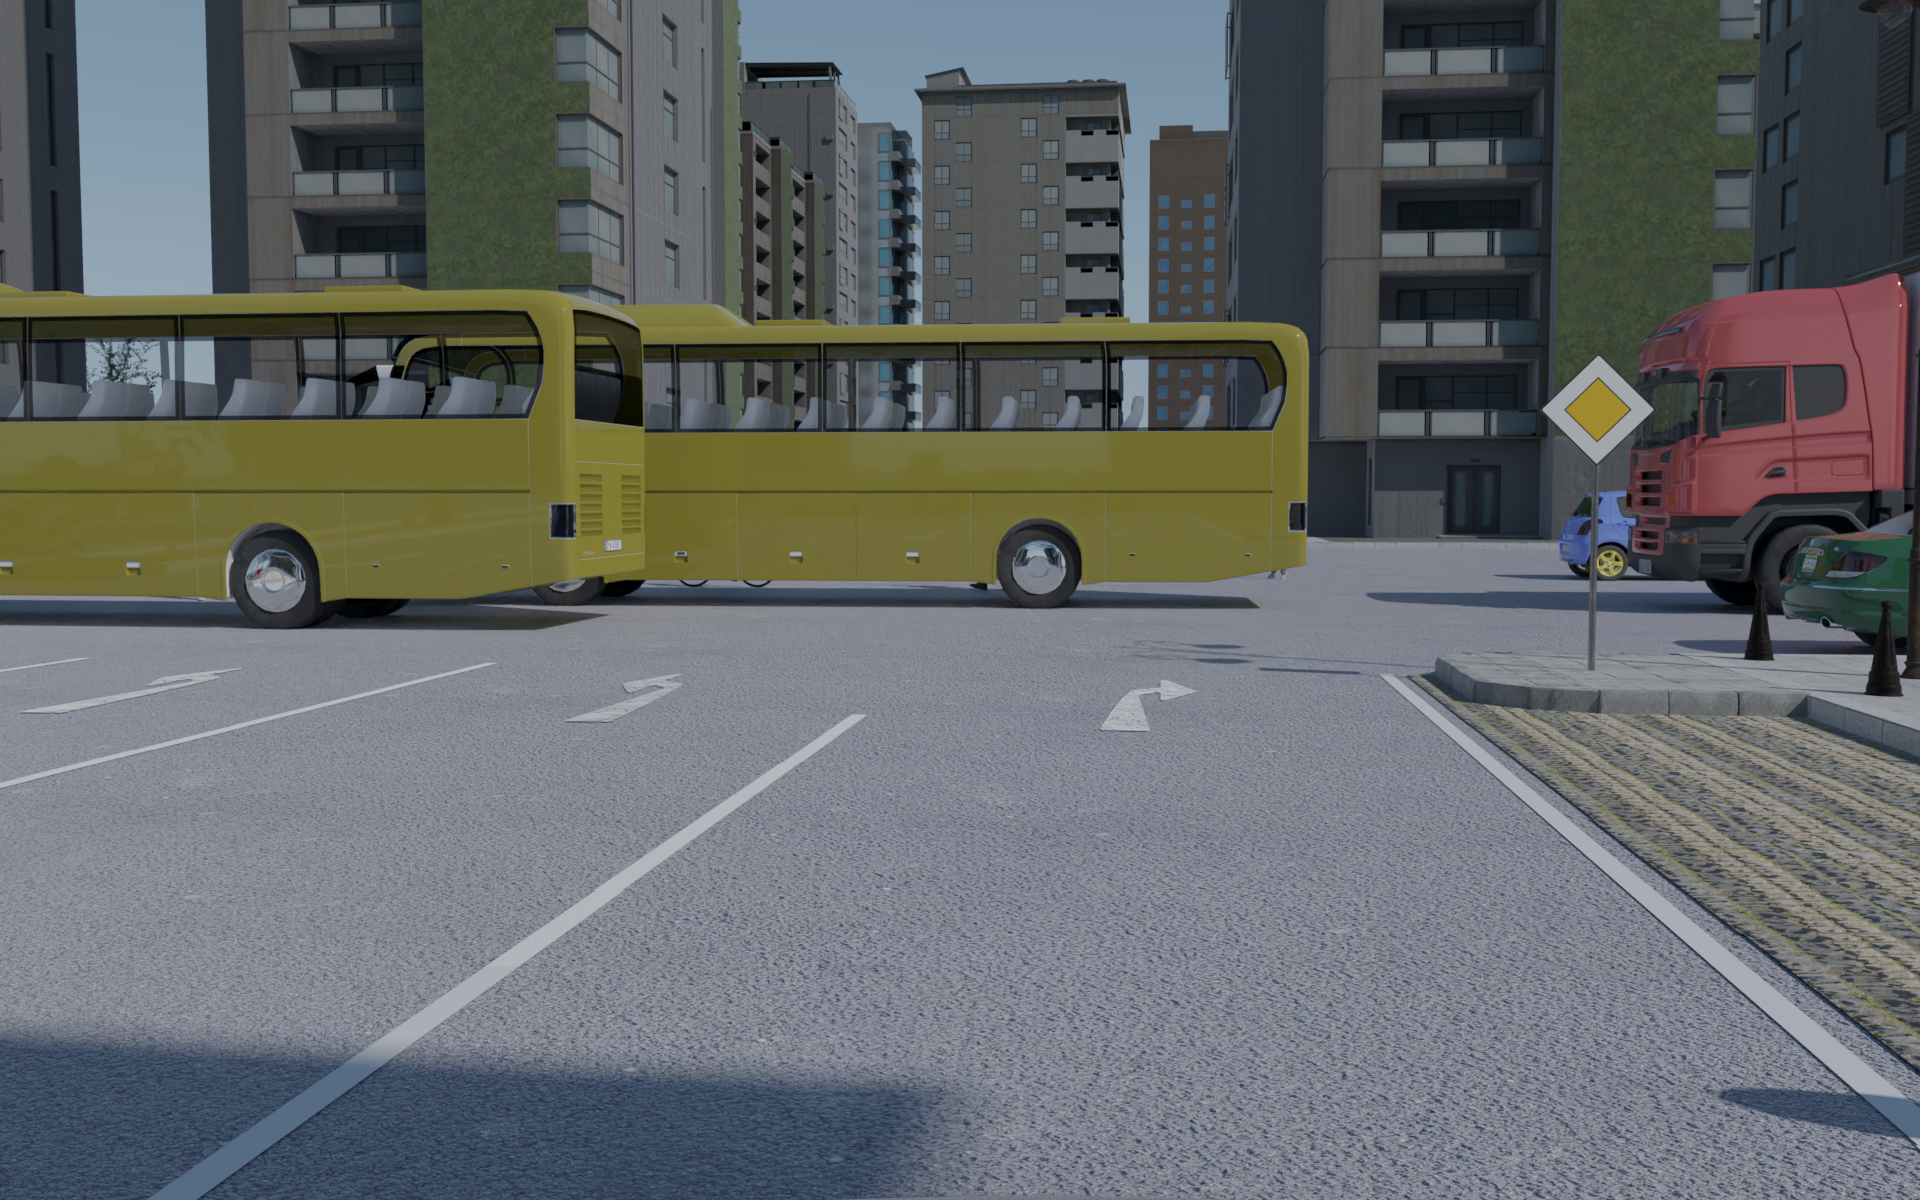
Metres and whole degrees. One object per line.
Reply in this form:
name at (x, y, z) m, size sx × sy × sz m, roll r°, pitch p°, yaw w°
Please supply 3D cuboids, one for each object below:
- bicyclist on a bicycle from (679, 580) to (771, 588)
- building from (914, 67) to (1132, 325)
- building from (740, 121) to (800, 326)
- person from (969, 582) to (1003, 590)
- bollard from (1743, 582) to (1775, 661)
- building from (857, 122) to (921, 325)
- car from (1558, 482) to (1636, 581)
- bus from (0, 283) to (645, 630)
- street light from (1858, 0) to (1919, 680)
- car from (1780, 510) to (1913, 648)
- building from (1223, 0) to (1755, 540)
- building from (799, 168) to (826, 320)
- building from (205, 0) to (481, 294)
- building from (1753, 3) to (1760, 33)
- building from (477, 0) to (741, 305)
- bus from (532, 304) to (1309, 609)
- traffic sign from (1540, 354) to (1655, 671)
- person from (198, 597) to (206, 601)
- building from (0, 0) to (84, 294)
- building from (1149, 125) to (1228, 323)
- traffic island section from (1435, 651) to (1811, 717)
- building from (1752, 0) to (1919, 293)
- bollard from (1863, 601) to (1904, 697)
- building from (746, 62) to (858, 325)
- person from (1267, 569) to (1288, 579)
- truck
bicyclist on a bicycle at (-3.600, -1.011, 26.553) m, size 1.625 × 1.676 × 1.499 m, roll 0°, pitch 4°, yaw 5°
building at (9.874, -38.691, 221.839) m, size 27.495 × 52.752 × 28.713 m, roll 0°, pitch 4°, yaw 7°
building at (-21.231, -22.222, 135.030) m, size 14.160 × 30.474 × 14.107 m, roll 0°, pitch 4°, yaw 7°
person at (0.526, -1.072, 25.806) m, size 0.755 × 1.850 × 0.659 m, roll 2°, pitch 4°, yaw 29°
bollard at (6.191, 0.161, 13.404) m, size 0.229 × 0.601 × 0.229 m, roll 0°, pitch 3°, yaw 0°
building at (-20.098, -36.898, 222.896) m, size 30.456 × 49.044 × 23.786 m, roll 0°, pitch 4°, yaw 7°
car at (12.052, -1.196, 29.138) m, size 3.694 × 1.707 × 1.945 m, roll 0°, pitch 4°, yaw 6°
bus at (-9.861, -1.723, 19.713) m, size 12.252 × 3.916 × 2.896 m, roll 0°, pitch 4°, yaw 8°
street light at (6.646, -2.391, 11.880) m, size 0.468 × 5.910 × 1.993 m, roll 0°, pitch 4°, yaw 7°
car at (9.949, -0.212, 15.269) m, size 4.920 × 1.459 × 2.131 m, roll 1°, pitch 4°, yaw 8°
building at (15.596, -22.654, 53.985) m, size 14.086 × 41.232 × 14.154 m, roll 0°, pitch 4°, yaw 7°
building at (-19.861, -23.120, 149.711) m, size 14.160 × 30.474 × 14.107 m, roll 0°, pitch 4°, yaw 7°
building at (-16.933, -22.943, 58.717) m, size 14.086 × 41.232 × 14.154 m, roll 0°, pitch 4°, yaw 7°
building at (79.722, -40.806, 209.179) m, size 28.212 × 58.520 × 21.231 m, roll 0°, pitch 4°, yaw 7°
building at (-23.650, -26.719, 120.449) m, size 14.154 × 41.232 × 14.086 m, roll 0°, pitch 4°, yaw 7°
bus at (-1.726, -1.916, 22.877) m, size 12.252 × 3.916 × 2.896 m, roll 0°, pitch 4°, yaw 5°
traffic sign at (4.589, -0.544, 12.534) m, size 0.795 × 2.450 × 0.064 m, roll 0°, pitch 4°, yaw 7°
person at (-10.249, -0.654, 23.438) m, size 0.306 × 1.304 × 0.590 m, roll -1°, pitch 4°, yaw -13°
building at (-41.262, -17.645, 60.193) m, size 14.107 × 30.474 × 14.160 m, roll 0°, pitch 4°, yaw 7°
building at (30.442, -34.431, 213.059) m, size 14.200 × 45.320 × 14.600 m, roll 0°, pitch 4°, yaw 7°
traffic island section at (4.613, 0.592, 12.608) m, size 2.009 × 0.180 × 2.903 m, roll 0°, pitch 4°, yaw 7°
building at (45.188, -28.696, 58.423) m, size 27.495 × 52.752 × 28.713 m, roll 0°, pitch 4°, yaw 7°
bollard at (5.898, 0.306, 11.042) m, size 0.229 × 0.601 × 0.229 m, roll 0°, pitch 3°, yaw 0°
building at (-17.383, -29.593, 167.434) m, size 14.086 × 41.232 × 14.154 m, roll 0°, pitch 4°, yaw 7°
person at (5.423, -1.032, 29.289) m, size 0.435 × 1.345 × 0.340 m, roll 1°, pitch 4°, yaw 9°
truck at (13.474, -1.960, 20.967) m, size 11.283 × 4.237 × 2.839 m, roll 0°, pitch 4°, yaw 6°
